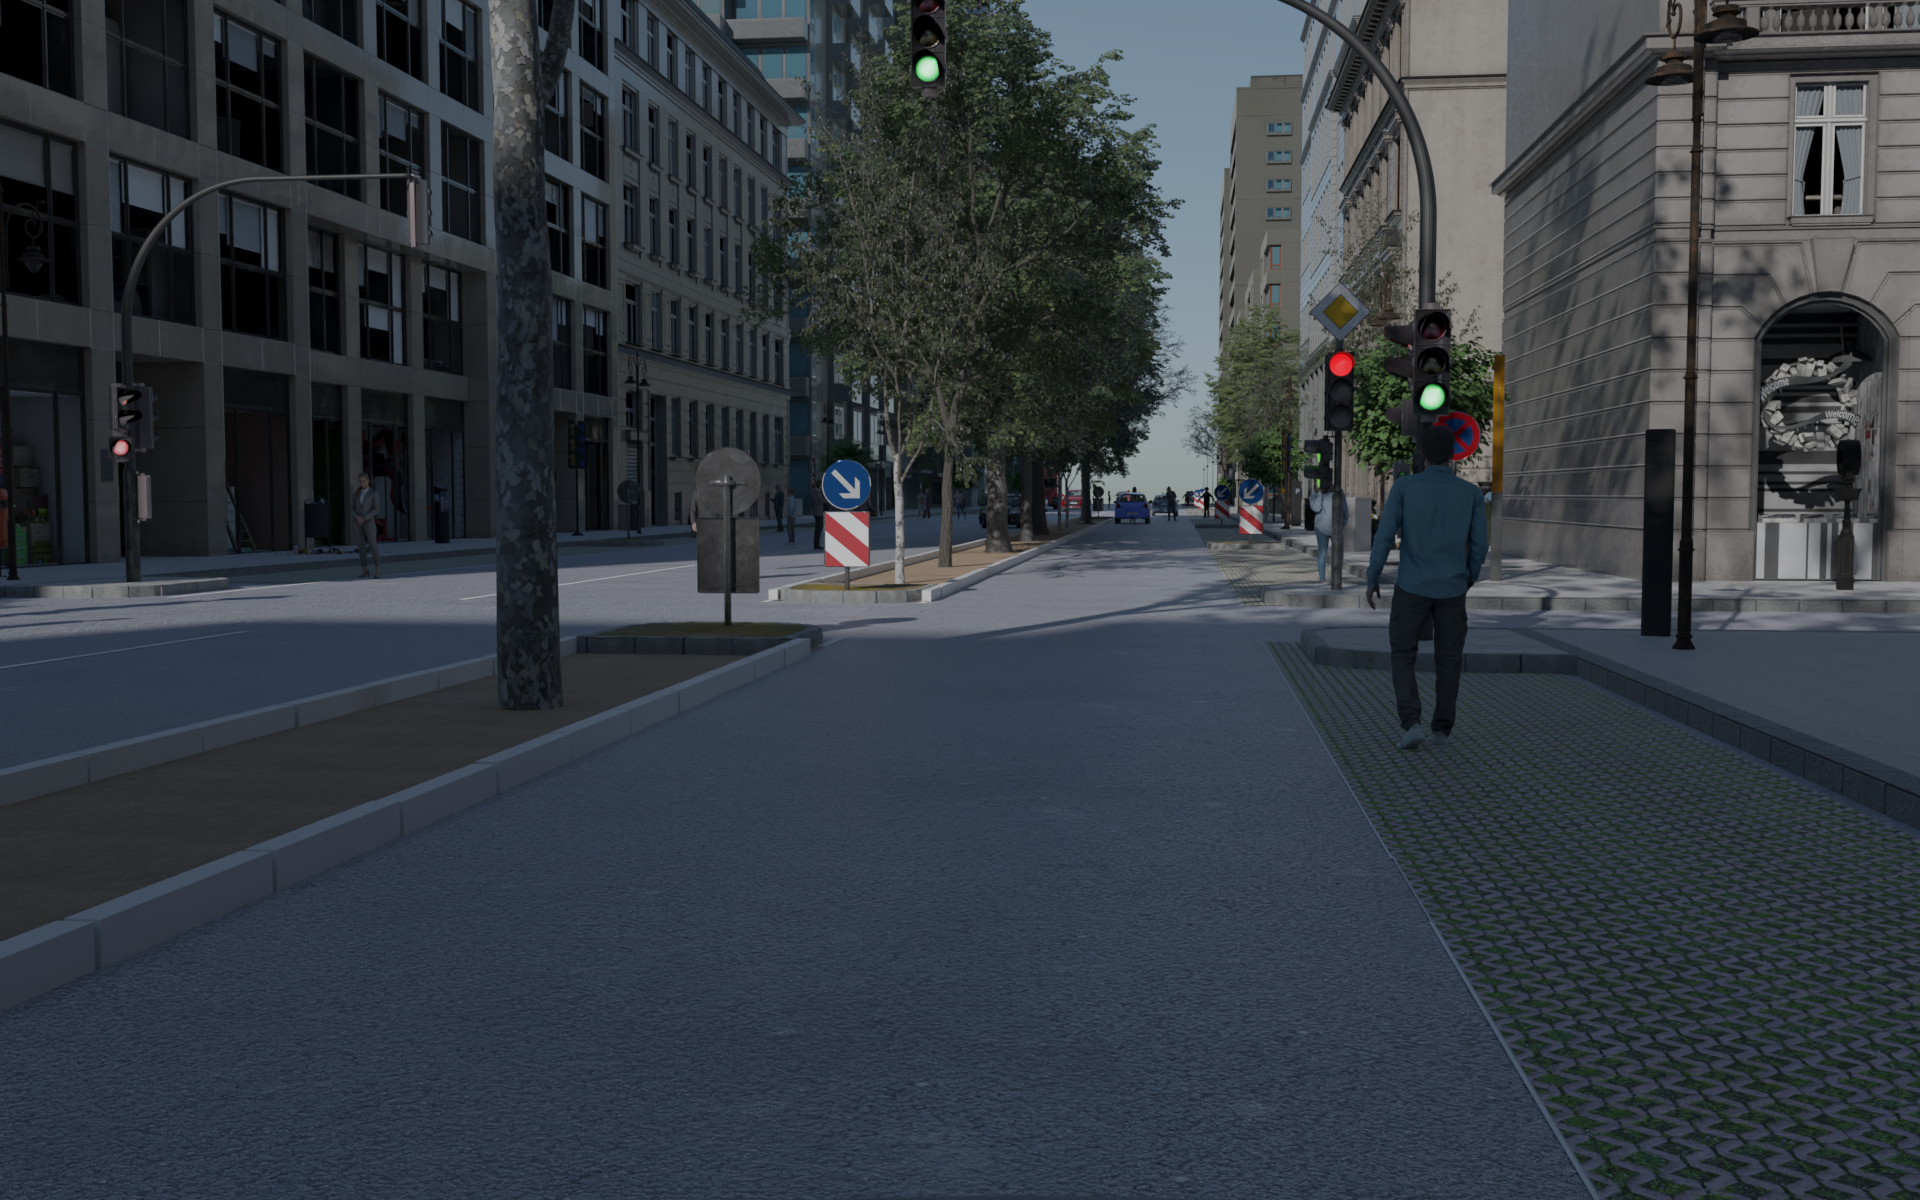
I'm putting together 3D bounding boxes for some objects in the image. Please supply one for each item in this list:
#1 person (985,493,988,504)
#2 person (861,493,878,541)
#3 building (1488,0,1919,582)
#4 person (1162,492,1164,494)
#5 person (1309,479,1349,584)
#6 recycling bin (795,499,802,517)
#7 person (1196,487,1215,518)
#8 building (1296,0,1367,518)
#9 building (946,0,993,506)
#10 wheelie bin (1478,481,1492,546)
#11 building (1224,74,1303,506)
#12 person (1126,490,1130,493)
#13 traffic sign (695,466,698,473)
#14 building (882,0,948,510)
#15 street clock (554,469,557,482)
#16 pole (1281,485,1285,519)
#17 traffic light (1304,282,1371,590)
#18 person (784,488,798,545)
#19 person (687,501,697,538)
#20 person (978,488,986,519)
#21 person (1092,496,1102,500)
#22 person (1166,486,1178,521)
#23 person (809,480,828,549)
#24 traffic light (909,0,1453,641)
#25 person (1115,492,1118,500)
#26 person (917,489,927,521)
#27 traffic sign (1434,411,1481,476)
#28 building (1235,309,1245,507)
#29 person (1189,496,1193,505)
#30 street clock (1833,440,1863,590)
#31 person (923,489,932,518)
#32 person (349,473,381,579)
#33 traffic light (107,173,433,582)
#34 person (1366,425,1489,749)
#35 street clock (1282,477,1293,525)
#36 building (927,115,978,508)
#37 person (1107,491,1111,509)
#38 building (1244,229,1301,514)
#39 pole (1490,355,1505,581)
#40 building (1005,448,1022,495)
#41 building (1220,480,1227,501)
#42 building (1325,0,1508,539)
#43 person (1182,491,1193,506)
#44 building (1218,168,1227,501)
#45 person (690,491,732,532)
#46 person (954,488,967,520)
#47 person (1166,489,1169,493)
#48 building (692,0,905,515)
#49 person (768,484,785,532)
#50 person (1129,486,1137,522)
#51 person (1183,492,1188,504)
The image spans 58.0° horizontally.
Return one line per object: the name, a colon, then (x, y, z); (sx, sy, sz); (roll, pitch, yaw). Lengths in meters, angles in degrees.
person: (1.485, -4.308, 79.334); (0.661, 1.777, 0.834); (1, 4, 12)
person: (-2.840, -2.642, 52.286); (0.593, 1.750, 0.643); (3, 4, 38)
building: (22.202, -11.453, 29.058); (24.055, 21.916, 13.314); (0, 4, 7)
person: (27.531, -13.772, 234.617); (0.756, 1.711, 0.436); (0, 3, 0)
person: (5.465, -1.029, 25.589); (0.793, 1.790, 0.793); (-3, 5, -40)
recycling bin: (-9.391, -5.220, 97.907); (0.722, 1.027, 0.722); (2, 4, 25)
person: (14.672, -5.812, 103.163); (1.348, 1.869, 0.705); (3, 5, 44)
building: (22.541, -18.582, 81.306); (11.434, 29.767, 29.804); (0, 4, 7)
building: (-6.562, -54.283, 200.202); (22.319, 86.520, 31.000); (0, 4, 7)
wheelie bin: (13.095, -2.142, 42.925); (0.693, 1.594, 0.980); (-2, 4, -30)
building: (41.634, -35.052, 196.806); (21.300, 48.544, 21.600); (0, 4, 7)
person: (12.080, -6.984, 123.410); (0.721, 1.743, 1.217); (-3, 5, -42)
traffic sign: (-9.327, -3.717, 62.901); (0.606, 2.300, 0.079); (1, 4, 15)
building: (-15.679, -34.046, 145.895); (28.713, 52.752, 27.495); (0, 4, 7)
street clock: (-11.300, -2.631, 47.589); (0.471, 2.002, 0.358); (3, 5, 43)
pole: (16.551, -5.798, 88.636); (0.158, 3.312, 0.155); (0, 3, 0)
traffic light: (5.022, -2.089, 23.082); (0.839, 4.253, 0.868); (0, 4, 7)
person: (-4.736, -2.338, 48.543); (0.330, 1.601, 0.589); (1, 4, 19)
person: (-8.724, -2.647, 56.448); (0.362, 1.253, 0.373); (-3, 5, -41)
person: (1.339, -5.504, 98.894); (0.834, 1.777, 0.661); (-3, 5, -43)
person: (11.772, -8.551, 148.442); (1.348, 1.807, 0.705); (-3, 5, -41)
person: (11.414, -5.203, 93.374); (0.655, 1.846, 0.447); (0, 4, 2)
person: (-3.668, -2.226, 45.074); (0.473, 1.802, 0.592); (-1, 4, -13)
traffic light: (1.953, -2.483, 15.273); (4.771, 5.953, 1.251); (0, 4, 7)
person: (22.922, -14.869, 252.394); (1.217, 1.735, 0.721); (0, 4, -6)
person: (-2.041, -5.074, 92.457); (0.512, 1.701, 0.522); (0, 4, 2)
traffic sign: (7.606, -1.626, 26.693); (0.768, 2.556, 0.104); (1, 4, 14)
building: (39.125, -18.931, 154.566); (27.650, 21.520, 28.899); (0, 4, 7)
person: (27.467, -11.888, 206.049); (0.799, 1.438, 0.628); (2, 4, 27)
street clock: (11.847, -1.135, 23.131); (0.358, 2.002, 0.471); (1, 4, 17)
person: (-1.996, -5.711, 102.431); (0.434, 1.755, 0.990); (-3, 5, -40)
person: (-10.126, -1.265, 29.451); (0.520, 1.790, 0.573); (-1, 4, -12)
traffic light: (-9.974, -3.076, 24.954); (4.771, 5.953, 1.251); (0, 4, 7)
person: (2.643, -0.077, 9.776); (0.660, 1.820, 0.620); (0, 4, 3)
street clock: (13.624, -4.124, 72.005); (0.358, 2.002, 0.471); (-2, 4, -34)
building: (-6.052, -29.503, 165.968); (14.154, 41.232, 14.086); (0, 4, 7)
person: (14.170, -9.441, 163.550); (0.721, 1.739, 1.217); (1, 4, 10)
building: (35.506, -17.181, 125.949); (27.650, 21.520, 28.899); (0, 4, 7)
pole: (7.909, -1.935, 25.478); (0.158, 3.312, 0.155); (0, 3, 0)
building: (1.097, -33.020, 223.465); (14.154, 41.232, 14.086); (0, 4, 7)
building: (49.668, -32.302, 220.020); (32.217, 40.220, 23.993); (0, 4, 7)
building: (18.238, -11.793, 57.444); (10.561, 19.102, 19.286); (0, 4, 7)
person: (26.508, -11.819, 201.749); (1.348, 1.823, 0.705); (1, 4, 9)
building: (47.363, -37.876, 242.978); (21.300, 48.544, 21.600); (0, 4, 7)
person: (-4.107, -1.223, 28.269); (0.659, 1.850, 0.755); (1, 4, 9)
person: (0.050, -5.311, 95.932); (0.593, 1.750, 0.643); (-3, 5, -41)
person: (15.740, -7.541, 131.426); (1.348, 1.869, 0.705); (3, 5, 41)
building: (-16.760, -30.369, 116.139); (23.786, 49.044, 30.456); (0, 4, 7)
person: (-6.912, -3.466, 65.348); (0.590, 1.801, 0.661); (-2, 4, -33)
person: (8.942, -4.912, 88.813); (0.555, 1.821, 0.388); (-1, 4, -19)
person: (30.641, -13.795, 234.598); (0.990, 1.755, 0.434); (1, 4, 20)
